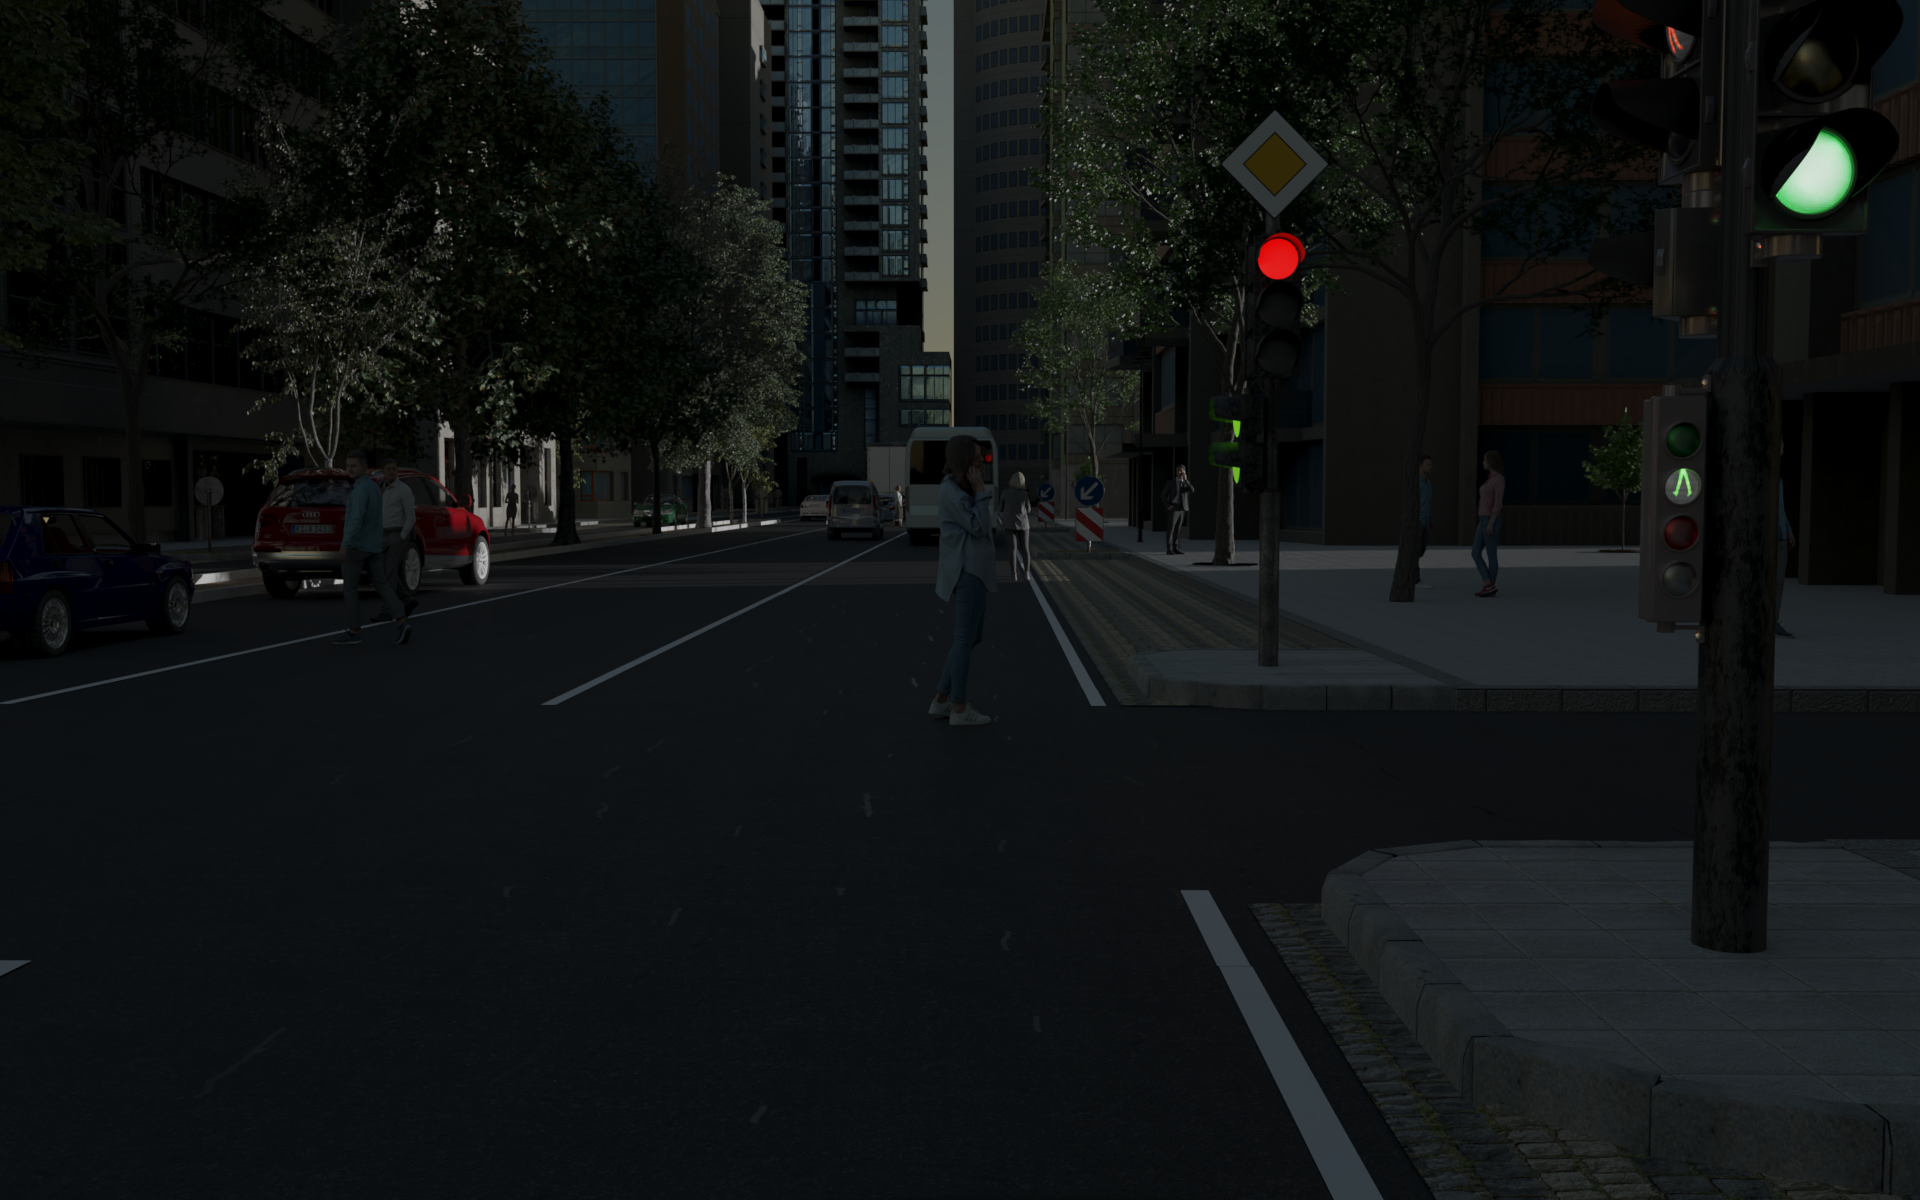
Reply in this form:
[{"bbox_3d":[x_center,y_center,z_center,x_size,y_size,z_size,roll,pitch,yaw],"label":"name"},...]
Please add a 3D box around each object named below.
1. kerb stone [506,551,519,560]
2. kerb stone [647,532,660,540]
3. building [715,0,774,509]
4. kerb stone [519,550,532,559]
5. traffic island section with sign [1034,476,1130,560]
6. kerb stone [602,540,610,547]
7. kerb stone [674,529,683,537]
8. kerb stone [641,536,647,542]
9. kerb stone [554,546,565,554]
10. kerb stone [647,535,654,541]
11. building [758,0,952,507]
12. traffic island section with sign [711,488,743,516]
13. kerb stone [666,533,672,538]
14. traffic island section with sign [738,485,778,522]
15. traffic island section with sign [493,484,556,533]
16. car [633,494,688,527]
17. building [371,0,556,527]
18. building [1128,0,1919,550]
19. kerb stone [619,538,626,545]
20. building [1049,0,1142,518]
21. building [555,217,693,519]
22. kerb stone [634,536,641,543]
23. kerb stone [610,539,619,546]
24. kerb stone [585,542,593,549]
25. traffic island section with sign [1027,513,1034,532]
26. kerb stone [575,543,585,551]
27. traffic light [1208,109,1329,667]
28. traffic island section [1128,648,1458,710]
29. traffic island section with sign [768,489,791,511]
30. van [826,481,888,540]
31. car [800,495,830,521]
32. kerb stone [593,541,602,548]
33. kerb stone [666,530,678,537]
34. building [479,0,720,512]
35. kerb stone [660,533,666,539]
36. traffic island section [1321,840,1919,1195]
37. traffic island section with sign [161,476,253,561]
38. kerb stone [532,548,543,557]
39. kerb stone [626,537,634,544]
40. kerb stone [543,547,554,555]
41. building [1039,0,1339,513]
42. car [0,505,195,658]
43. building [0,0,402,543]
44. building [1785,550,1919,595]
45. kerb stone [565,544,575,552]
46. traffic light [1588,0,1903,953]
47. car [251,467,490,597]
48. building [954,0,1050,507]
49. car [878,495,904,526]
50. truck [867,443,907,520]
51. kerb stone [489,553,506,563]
[{"bbox_3d":[-9.856,-0.952,37.759,0.120,0.150,1.000,0,4,1],"label":"kerb stone"},{"bbox_3d":[-9.616,-1.954,54.139,0.120,0.150,1.000,0,4,1],"label":"kerb stone"},{"bbox_3d":[-28.411,-32.412,153.632,21.600,48.544,21.300,0,4,1],"label":"building"},{"bbox_3d":[-9.841,-1.015,38.784,0.120,0.150,1.000,0,4,1],"label":"kerb stone"},{"bbox_3d":[2.714,-1.823,38.426,1.989,1.847,2.006,0,4,1],"label":"traffic island section with sign"},{"bbox_3d":[-9.720,-1.515,46.978,0.120,0.150,1.000,0,4,1],"label":"kerb stone"},{"bbox_3d":[-9.545,-2.204,58.235,0.120,0.150,1.000,0,4,1],"label":"kerb stone"},{"bbox_3d":[-9.647,-1.828,52.090,0.120,0.150,1.000,0,4,1],"label":"kerb stone"},{"bbox_3d":[-9.786,-1.202,41.855,0.120,0.150,1.000,0,4,1],"label":"kerb stone"},{"bbox_3d":[-9.622,-1.890,53.117,0.120,0.150,1.000,0,4,1],"label":"kerb stone"},{"bbox_3d":[-16.437,-53.091,180.707,31.000,86.520,22.319,0,4,1],"label":"building"},{"bbox_3d":[-15.442,-6.521,115.254,1.989,1.847,2.006,0,4,1],"label":"traffic island section with sign"},{"bbox_3d":[-9.582,-2.079,56.191,0.120,0.150,1.000,0,4,1],"label":"kerb stone"},{"bbox_3d":[-10.145,-4.881,87.933,2.006,1.907,1.989,0,4,1],"label":"traffic island section with sign"},{"bbox_3d":[-16.208,-3.435,64.786,1.989,1.847,2.006,0,4,1],"label":"traffic island section with sign"},{"bbox_3d":[-13.176,-3.947,76.324,2.131,1.459,4.920,0,4,0],"label":"car"},{"bbox_3d":[-23.489,-13.108,69.060,10.420,20.320,16.860,0,4,1],"label":"building"},{"bbox_3d":[16.145,-24.500,55.201,22.147,44.769,28.867,0,4,1],"label":"building"},{"bbox_3d":[-9.691,-1.641,49.023,0.120,0.150,1.000,0,4,1],"label":"kerb stone"},{"bbox_3d":[12.805,-26.241,112.627,14.154,41.232,14.086,0,4,1],"label":"building"},{"bbox_3d":[-32.254,-15.783,103.091,27.650,21.520,28.899,0,4,1],"label":"building"},{"bbox_3d":[-9.652,-1.766,51.067,0.120,0.150,1.000,0,4,1],"label":"kerb stone"},{"bbox_3d":[-9.697,-1.576,48.001,0.120,0.150,1.000,0,4,1],"label":"kerb stone"},{"bbox_3d":[-9.752,-1.390,44.928,0.120,0.150,1.000,0,4,1],"label":"kerb stone"},{"bbox_3d":[3.110,-3.471,65.379,1.989,1.847,2.006,0,4,1],"label":"traffic island section with sign"},{"bbox_3d":[-9.757,-1.328,43.905,0.120,0.150,1.000,0,4,1],"label":"kerb stone"},{"bbox_3d":[2.284,-1.462,12.825,0.839,4.253,0.868,0,4,1],"label":"traffic light"},{"bbox_3d":[2.323,0.571,12.938,2.009,0.180,2.903,0,4,1],"label":"traffic island section"},{"bbox_3d":[-15.031,-8.227,143.138,1.989,1.847,2.006,0,4,1],"label":"traffic island section with sign"},{"bbox_3d":[-3.317,-2.951,55.266,2.013,2.044,4.112,0,3,0],"label":"van"},{"bbox_3d":[-7.531,-4.944,93.195,2.083,1.381,4.827,0,4,1],"label":"car"},{"bbox_3d":[-9.738,-1.448,45.957,0.120,0.150,1.000,0,4,1],"label":"kerb stone"},{"bbox_3d":[-9.557,-2.136,57.213,0.120,0.150,1.000,0,4,1],"label":"kerb stone"},{"bbox_3d":[-25.262,-28.970,123.771,14.600,45.320,14.200,0,4,1],"label":"building"},{"bbox_3d":[-9.593,-2.017,55.169,0.120,0.150,1.000,0,4,1],"label":"kerb stone"},{"bbox_3d":[2.203,1.060,4.954,2.009,0.180,2.903,0,4,1],"label":"traffic island section"},{"bbox_3d":[-16.622,-1.786,37.834,1.989,1.847,2.006,0,4,1],"label":"traffic island section with sign"},{"bbox_3d":[-9.831,-1.077,39.806,0.120,0.150,1.000,0,4,1],"label":"kerb stone"},{"bbox_3d":[-9.667,-1.703,50.045,0.120,0.150,1.000,0,4,1],"label":"kerb stone"},{"bbox_3d":[-9.812,-1.140,40.828,0.120,0.150,1.000,0,4,1],"label":"kerb stone"},{"bbox_3d":[18.087,-30.207,148.514,22.147,44.769,28.867,0,4,1],"label":"building"},{"bbox_3d":[-8.808,-0.238,16.479,1.945,1.354,3.894,0,4,-1],"label":"car"},{"bbox_3d":[-26.436,-13.852,45.554,14.314,24.678,30.058,0,4,1],"label":"building"},{"bbox_3d":[25.272,-22.449,21.672,28.867,44.769,22.147,0,4,1],"label":"building"},{"bbox_3d":[-9.785,-1.264,42.878,0.120,0.150,1.000,0,4,1],"label":"kerb stone"},{"bbox_3d":[0.070,-1.839,4.731,4.771,5.953,1.251,0,4,1],"label":"traffic light"},{"bbox_3d":[-8.594,-1.043,25.727,2.281,1.827,5.304,0,4,2],"label":"car"},{"bbox_3d":[13.413,-39.050,180.471,28.212,58.520,21.231,0,4,1],"label":"building"},{"bbox_3d":[-3.553,-4.094,78.936,2.014,1.417,4.499,0,4,-1],"label":"car"},{"bbox_3d":[-3.665,-6.792,99.962,2.839,4.237,11.283,0,4,2],"label":"truck"},{"bbox_3d":[-9.883,-0.889,36.737,0.120,0.150,1.000,0,4,1],"label":"kerb stone"}]
